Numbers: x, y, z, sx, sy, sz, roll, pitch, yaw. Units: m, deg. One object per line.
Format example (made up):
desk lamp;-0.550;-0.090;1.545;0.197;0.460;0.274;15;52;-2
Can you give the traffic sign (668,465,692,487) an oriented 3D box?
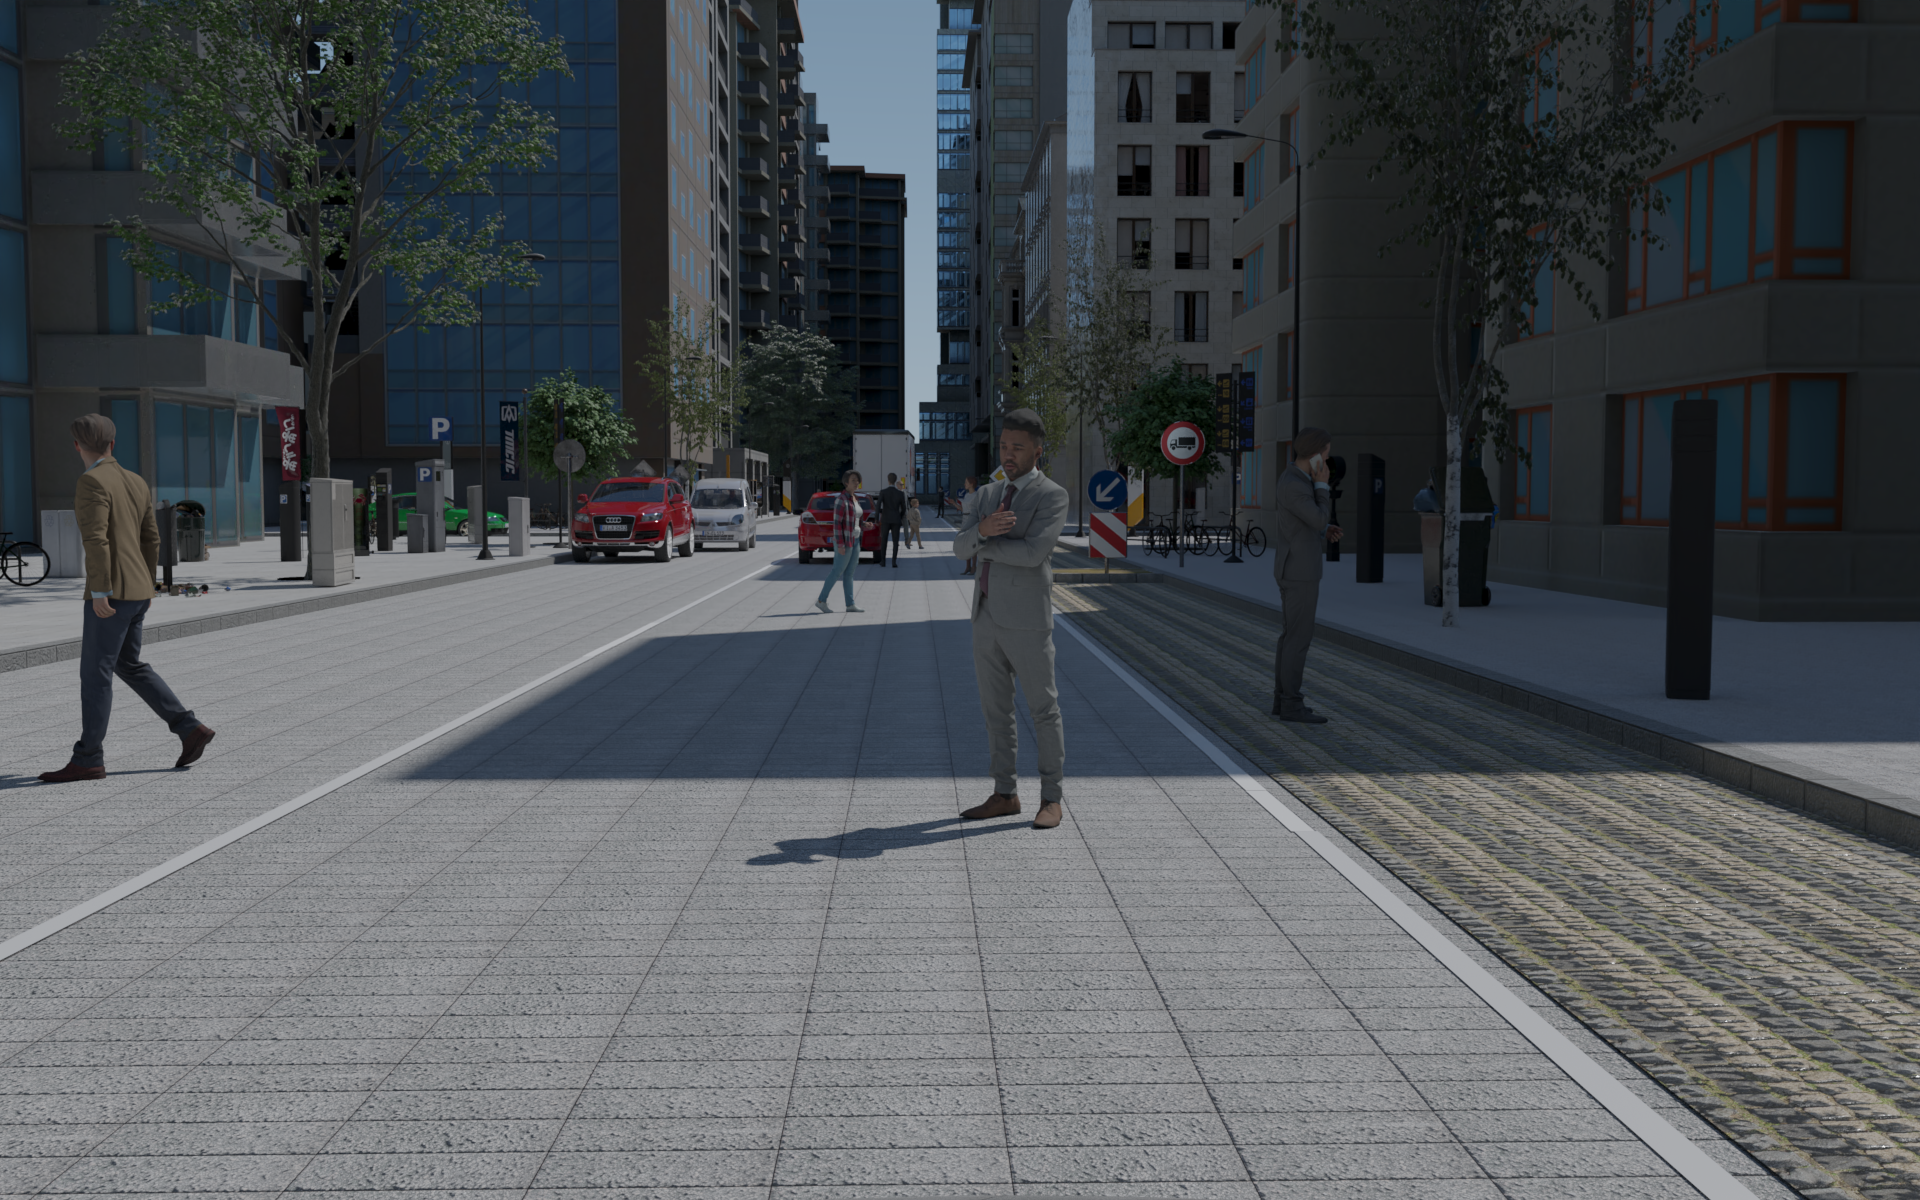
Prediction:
traffic sign;-9.502;-3.373;58.790;0.795;2.450;0.064;0;4;-2

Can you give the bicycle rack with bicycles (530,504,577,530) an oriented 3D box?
bicycle rack with bicycles;-14.968;-3.022;62.797;2.925;0.926;2.852;2;4;30

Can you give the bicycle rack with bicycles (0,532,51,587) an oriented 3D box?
bicycle rack with bicycles;-14.122;-0.645;23.931;2.925;0.926;2.852;-1;4;-10

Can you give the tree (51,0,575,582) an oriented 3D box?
tree;-9.415;-6.096;25.419;9.928;11.665;9.643;0;3;0

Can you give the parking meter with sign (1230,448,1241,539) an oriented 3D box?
parking meter with sign;7.779;-3.167;48.048;0.543;3.016;1.738;1;4;18

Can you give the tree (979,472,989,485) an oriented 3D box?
tree;2.389;-8.741;137.508;1.663;3.219;1.824;0;3;0

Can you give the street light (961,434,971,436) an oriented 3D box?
street light;0.789;-9.887;134.188;1.470;5.913;1.316;0;4;-2

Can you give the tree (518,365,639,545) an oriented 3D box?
tree;-9.902;-3.698;44.168;4.285;4.588;4.351;0;3;0

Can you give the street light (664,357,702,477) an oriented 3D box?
street light;-9.416;-5.264;58.610;1.470;5.913;1.316;0;4;-2

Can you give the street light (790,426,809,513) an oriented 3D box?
street light;-10.943;-8.863;117.444;1.470;5.913;1.316;0;4;-2

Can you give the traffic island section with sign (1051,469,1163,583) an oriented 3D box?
traffic island section with sign;2.249;-1.224;28.638;1.989;1.847;2.006;0;4;-2

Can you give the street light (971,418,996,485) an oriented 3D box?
street light;1.597;-8.122;105.343;1.470;5.913;1.316;0;4;-2

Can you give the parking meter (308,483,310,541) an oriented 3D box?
parking meter;-14.722;-1.904;39.546;0.372;1.533;0.369;0;3;0

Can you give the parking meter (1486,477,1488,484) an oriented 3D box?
parking meter;6.757;-0.883;22.855;0.372;1.533;0.369;0;3;0

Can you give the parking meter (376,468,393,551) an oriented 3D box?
parking meter;-12.945;-2.032;38.941;0.255;1.863;0.399;0;3;0

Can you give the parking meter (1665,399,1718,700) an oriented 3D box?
parking meter;4.612;-0.319;10.928;0.255;1.863;0.399;1;4;20

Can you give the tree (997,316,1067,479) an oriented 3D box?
tree;3.694;-7.488;72.789;4.737;8.622;4.395;0;3;0

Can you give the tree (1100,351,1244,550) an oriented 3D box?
tree;5.030;-3.436;39.900;4.285;4.588;4.351;0;3;0

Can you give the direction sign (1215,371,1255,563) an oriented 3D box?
direction sign;5.126;-2.467;32.333;0.379;3.537;0.876;-3;5;-44

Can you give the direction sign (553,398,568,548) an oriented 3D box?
direction sign;-9.497;-3.003;41.093;0.379;3.537;0.876;-2;4;-27

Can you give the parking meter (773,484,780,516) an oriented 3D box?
parking meter;-10.778;-5.873;101.734;0.255;1.863;0.399;-3;4;-38

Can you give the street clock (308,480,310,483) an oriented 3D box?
street clock;-31.951;-4.952;85.530;0.471;2.002;0.358;2;4;35

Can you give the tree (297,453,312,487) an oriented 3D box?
tree;-35.378;-6.530;90.478;4.285;4.588;4.351;0;3;0

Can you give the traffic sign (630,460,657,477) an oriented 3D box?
traffic sign;-9.284;-2.885;50.808;0.795;2.450;0.064;0;4;-2

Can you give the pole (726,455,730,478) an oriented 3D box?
pole;-12.082;-5.898;90.270;0.158;3.312;0.155;0;3;0

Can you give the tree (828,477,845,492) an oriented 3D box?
tree;-13.674;-12.001;190.824;1.663;3.219;1.824;0;3;0

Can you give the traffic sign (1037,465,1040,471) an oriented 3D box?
traffic sign;2.815;-4.237;69.381;0.768;2.556;0.104;0;3;0

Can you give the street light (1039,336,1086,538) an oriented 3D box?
street light;3.030;-4.803;51.073;1.470;5.913;1.316;0;4;-2

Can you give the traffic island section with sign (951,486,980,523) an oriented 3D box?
traffic island section with sign;0.718;-4.671;84.991;1.989;1.847;2.006;0;4;-2

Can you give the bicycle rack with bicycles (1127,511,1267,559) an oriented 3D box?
bicycle rack with bicycles;4.601;-1.373;35.830;2.852;0.926;2.925;-1;4;-23

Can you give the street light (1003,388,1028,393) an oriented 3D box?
street light;2.486;-6.308;75.678;1.470;5.913;1.316;0;4;-2

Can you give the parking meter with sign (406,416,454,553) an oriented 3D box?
parking meter with sign;-11.695;-2.562;38.152;0.543;3.016;1.738;0;4;3

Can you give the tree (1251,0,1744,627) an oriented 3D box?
tree;4.983;-4.042;16.456;4.360;8.622;3.978;0;3;0

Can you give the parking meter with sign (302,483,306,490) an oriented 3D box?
parking meter with sign;-44.517;-7.451;118.084;1.738;3.016;0.543;0;4;-4

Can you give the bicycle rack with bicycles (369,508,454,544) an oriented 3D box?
bicycle rack with bicycles;-14.416;-1.924;44.841;2.852;0.926;2.925;-1;4;-15

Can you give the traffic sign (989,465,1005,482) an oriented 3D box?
traffic sign;1.389;-3.390;59.066;0.795;2.450;0.064;0;4;-2

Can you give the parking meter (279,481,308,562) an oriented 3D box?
parking meter;-12.727;-1.498;32.909;0.372;1.533;0.369;0;3;0

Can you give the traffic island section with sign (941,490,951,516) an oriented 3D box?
traffic island section with sign;-0.024;-6.319;111.936;1.989;1.847;2.006;0;4;-2

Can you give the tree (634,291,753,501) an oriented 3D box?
tree;-9.854;-6.938;63.798;4.737;8.622;4.395;0;3;0

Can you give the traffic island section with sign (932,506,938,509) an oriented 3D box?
traffic island section with sign;-1.362;-9.311;160.861;1.989;1.847;2.006;0;4;-2

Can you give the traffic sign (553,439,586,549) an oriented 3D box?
traffic sign;-9.114;-2.465;40.403;0.768;2.556;0.104;0;4;3

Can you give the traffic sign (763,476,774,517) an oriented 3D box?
traffic sign;-10.648;-5.758;96.275;0.606;2.300;0.079;0;4;7

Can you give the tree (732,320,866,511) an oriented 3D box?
tree;-12.027;-13.509;127.527;9.857;13.997;8.962;0;3;0

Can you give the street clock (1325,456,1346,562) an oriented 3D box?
street clock;7.097;-1.732;32.896;0.358;2.002;0.471;-1;4;-22

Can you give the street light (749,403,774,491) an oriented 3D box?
street light;-10.129;-7.059;87.951;1.470;5.913;1.316;0;4;-2

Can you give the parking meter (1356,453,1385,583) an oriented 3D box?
parking meter;5.944;-1.183;25.057;0.399;1.863;0.255;-3;5;-43

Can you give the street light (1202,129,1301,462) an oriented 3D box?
street light;3.776;-3.039;22.227;1.470;5.913;1.316;0;4;-2

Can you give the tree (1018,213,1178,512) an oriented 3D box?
tree;3.788;-5.783;44.909;4.360;8.622;3.978;0;3;0

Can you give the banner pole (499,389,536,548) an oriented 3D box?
banner pole;-10.531;-3.126;41.131;0.863;3.779;0.401;-2;4;-35

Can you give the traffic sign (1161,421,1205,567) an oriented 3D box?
traffic sign;3.885;-1.845;30.265;0.768;2.556;0.104;0;4;3

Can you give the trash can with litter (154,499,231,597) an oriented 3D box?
trash can with litter;-10.288;-0.688;22.309;1.678;1.210;2.233;-2;4;-31

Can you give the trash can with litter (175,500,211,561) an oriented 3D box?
trash can with litter;-14.665;-1.322;33.006;0.624;1.170;1.055;-1;4;-14

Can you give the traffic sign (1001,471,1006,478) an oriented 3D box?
traffic sign;1.607;-2.902;51.084;0.795;2.450;0.064;0;4;-2
